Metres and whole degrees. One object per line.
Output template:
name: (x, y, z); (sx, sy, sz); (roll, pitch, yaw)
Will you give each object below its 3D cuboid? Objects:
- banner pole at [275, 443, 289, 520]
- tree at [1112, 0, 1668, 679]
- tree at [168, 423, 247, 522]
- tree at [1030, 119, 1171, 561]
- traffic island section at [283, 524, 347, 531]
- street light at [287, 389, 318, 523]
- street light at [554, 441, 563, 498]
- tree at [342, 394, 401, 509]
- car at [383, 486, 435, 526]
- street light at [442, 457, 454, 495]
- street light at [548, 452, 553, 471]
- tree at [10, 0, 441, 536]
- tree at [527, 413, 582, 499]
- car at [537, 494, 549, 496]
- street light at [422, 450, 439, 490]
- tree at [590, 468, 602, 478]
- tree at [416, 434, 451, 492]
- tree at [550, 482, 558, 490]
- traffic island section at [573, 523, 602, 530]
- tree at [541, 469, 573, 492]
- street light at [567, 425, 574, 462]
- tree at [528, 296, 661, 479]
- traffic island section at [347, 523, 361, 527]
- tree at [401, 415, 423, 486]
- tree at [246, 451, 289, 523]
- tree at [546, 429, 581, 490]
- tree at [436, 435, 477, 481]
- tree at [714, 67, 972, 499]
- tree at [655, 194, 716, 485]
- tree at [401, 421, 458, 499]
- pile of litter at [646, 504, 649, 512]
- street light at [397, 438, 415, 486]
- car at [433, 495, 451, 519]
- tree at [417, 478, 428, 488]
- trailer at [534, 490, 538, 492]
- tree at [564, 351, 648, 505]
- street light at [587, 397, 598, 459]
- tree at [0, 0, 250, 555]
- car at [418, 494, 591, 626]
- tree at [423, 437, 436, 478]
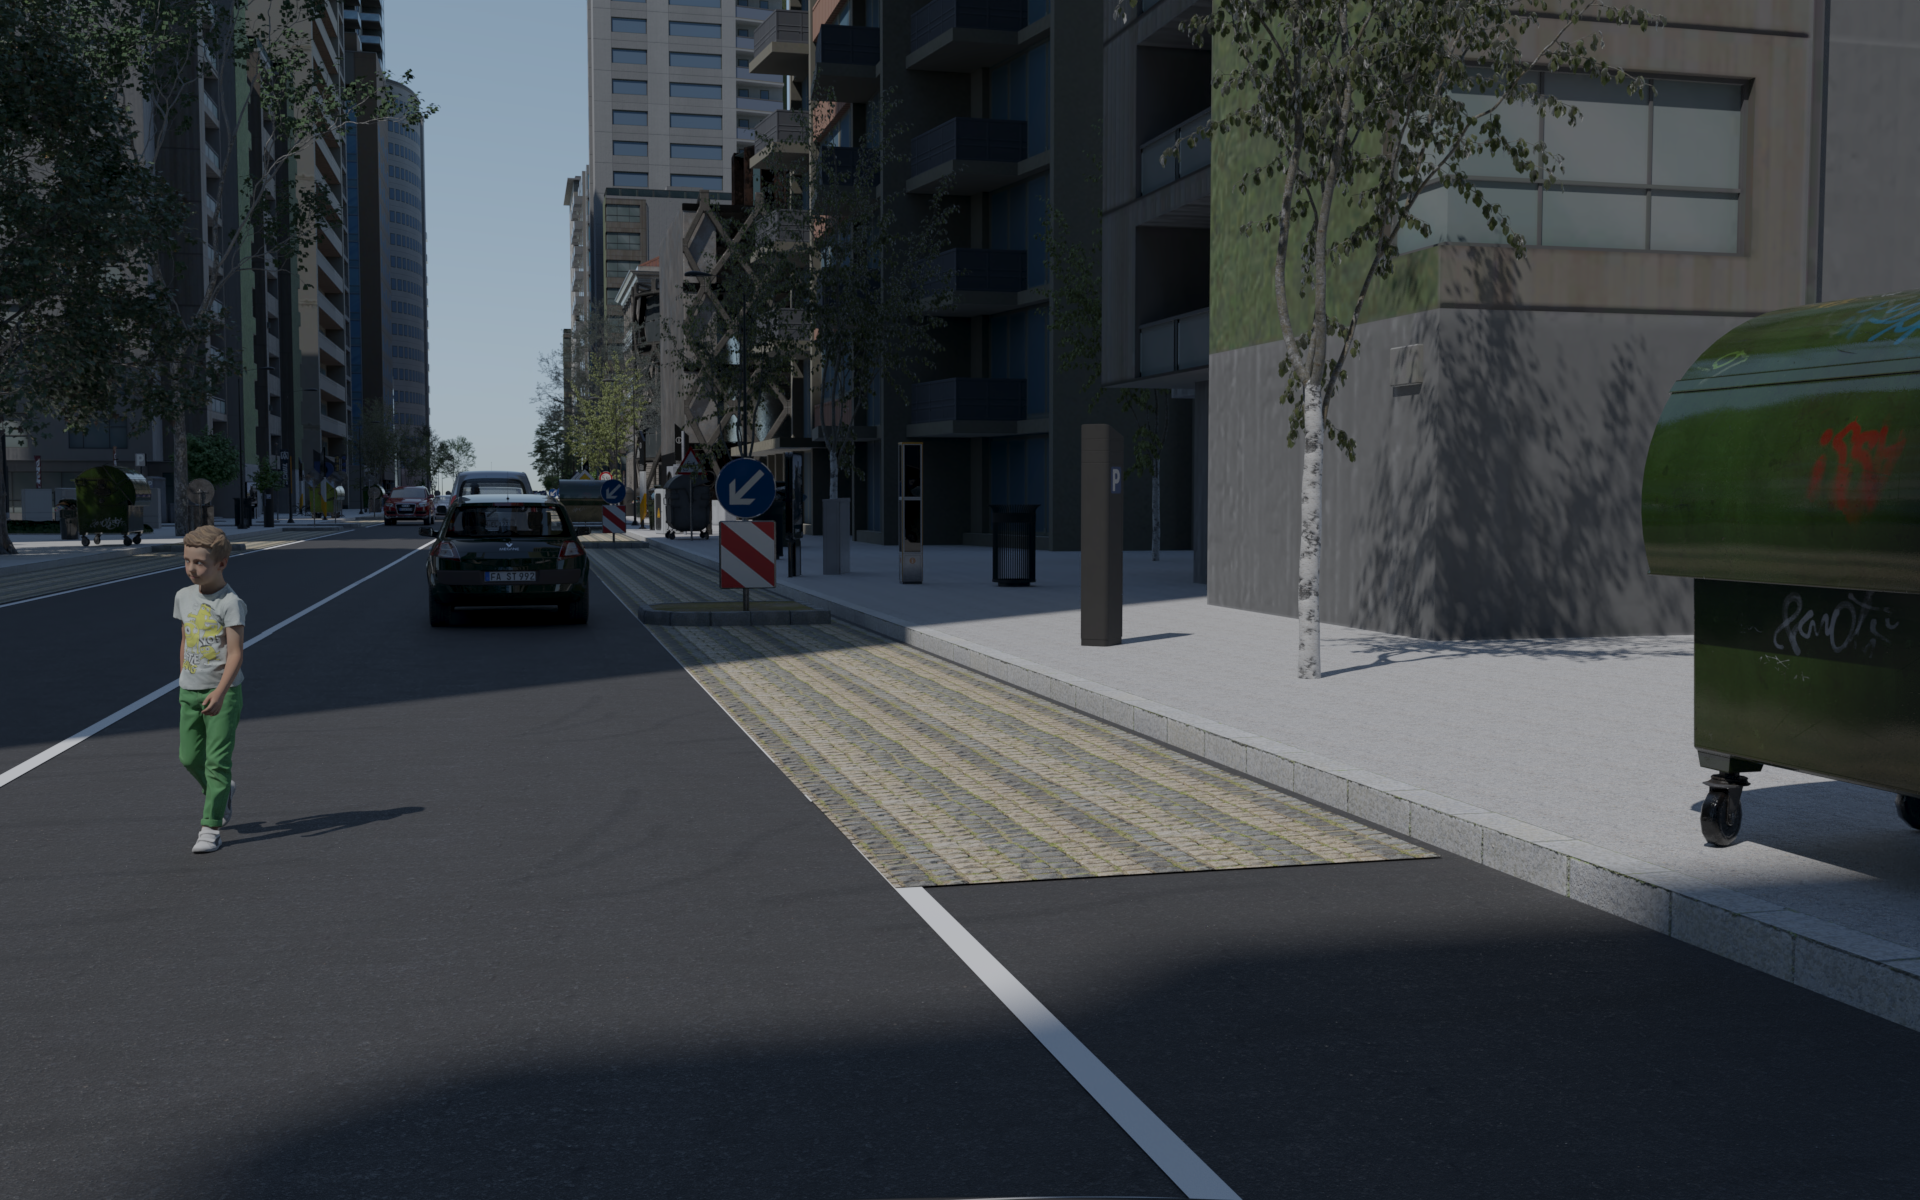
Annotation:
banner pole: (-33.211, -5.799, 84.836); (0.863, 3.779, 0.401); (-2, 4, -25)
tree: (2.669, -3.761, 11.859); (4.360, 8.622, 3.978); (0, 3, 0)
tree: (-35.065, -5.935, 80.750); (4.285, 4.588, 4.351); (0, 3, 0)
tree: (3.516, -5.052, 32.961); (4.737, 8.622, 4.395); (0, 3, 0)
traffic island section: (-25.224, -2.774, 67.634); (2.009, 0.180, 2.903); (-1, 4, -14)
street light: (-28.942, -6.341, 76.211); (1.470, 5.913, 1.316); (-1, 4, -14)
street light: (-35.803, -11.279, 156.949); (1.470, 5.913, 1.316); (-1, 4, -14)
tree: (-44.903, -11.099, 131.827); (4.360, 8.622, 3.978); (0, 3, 0)
car: (-25.638, -4.406, 80.703); (2.281, 1.827, 5.304); (-1, 4, -14)
street light: (-68.063, -15.719, 229.539); (1.470, 5.913, 1.316); (-1, 4, -14)
street light: (-44.502, -13.385, 191.382); (1.470, 5.913, 1.316); (-1, 4, -14)
tree: (-22.527, -11.960, 51.435); (12.611, 20.169, 13.585); (0, 3, 0)
tree: (-54.049, -19.170, 231.547); (7.486, 12.596, 7.792); (0, 3, 0)
car: (-47.132, -11.416, 195.452); (1.959, 1.807, 4.718); (-1, 4, -14)
street light: (-56.137, -12.861, 182.812); (1.470, 5.913, 1.316); (-1, 4, -14)
tree: (-27.314, -8.251, 129.511); (1.663, 3.219, 1.824); (0, 3, 0)
tree: (-64.437, -15.983, 211.685); (4.737, 8.622, 4.395); (0, 3, 0)
tree: (-56.438, -15.087, 241.272); (1.663, 3.219, 1.824); (0, 3, 0)
traffic island section: (-17.122, -3.403, 77.923); (2.009, 0.180, 2.903); (-1, 4, -14)
tree: (-46.069, -13.490, 204.271); (4.285, 4.588, 4.351); (0, 3, 0)
street light: (-25.680, -8.837, 117.027); (1.470, 5.913, 1.316); (-1, 4, -14)
tree: (-21.693, -12.068, 107.674); (12.009, 13.543, 11.850); (0, 3, 0)
traffic island section: (-27.195, -3.247, 75.373); (2.009, 0.180, 2.903); (-1, 4, -14)
tree: (-45.986, -11.443, 137.461); (4.360, 8.622, 3.978); (0, 3, 0)
tree: (-31.169, -5.097, 77.945); (1.663, 3.219, 1.824); (0, 3, 0)
tree: (-42.710, -14.439, 186.440); (4.360, 8.622, 3.978); (0, 3, 0)
tree: (-88.087, -23.046, 302.561); (9.928, 11.665, 9.643); (0, 3, 0)
tree: (-2.040, -4.932, 30.997); (4.360, 8.622, 3.978); (0, 3, 0)
tree: (-5.230, -5.582, 41.620); (4.360, 8.622, 3.978); (0, 3, 0)
tree: (-67.903, -17.598, 222.142); (7.601, 10.594, 8.767); (2, 4, 27)
pile of litter: (-17.507, -5.058, 96.665); (1.176, 0.858, 1.719); (-3, 5, -41)
street light: (-47.505, -10.791, 148.966); (1.470, 5.913, 1.316); (-1, 4, -14)
car: (-29.301, -5.291, 98.865); (2.083, 1.381, 4.827); (-1, 4, -15)
tree: (-58.035, -11.786, 187.309); (1.663, 3.219, 1.824); (0, 3, 0)
trailer: (-67.952, -16.499, 276.814); (1.471, 1.999, 3.904); (-1, 4, -12)
tree: (-17.738, -8.426, 88.129); (4.737, 8.622, 4.395); (0, 3, 0)
street light: (-17.051, -6.769, 83.207); (1.470, 5.913, 1.316); (-1, 4, -14)
tree: (-20.638, -7.323, 36.732); (9.611, 12.733, 9.660); (0, 3, 0)
car: (-5.311, -0.643, 20.298); (2.009, 1.686, 4.222); (-1, 4, -15)
tree: (-50.115, -12.680, 157.675); (4.360, 8.622, 3.978); (0, 3, 0)
